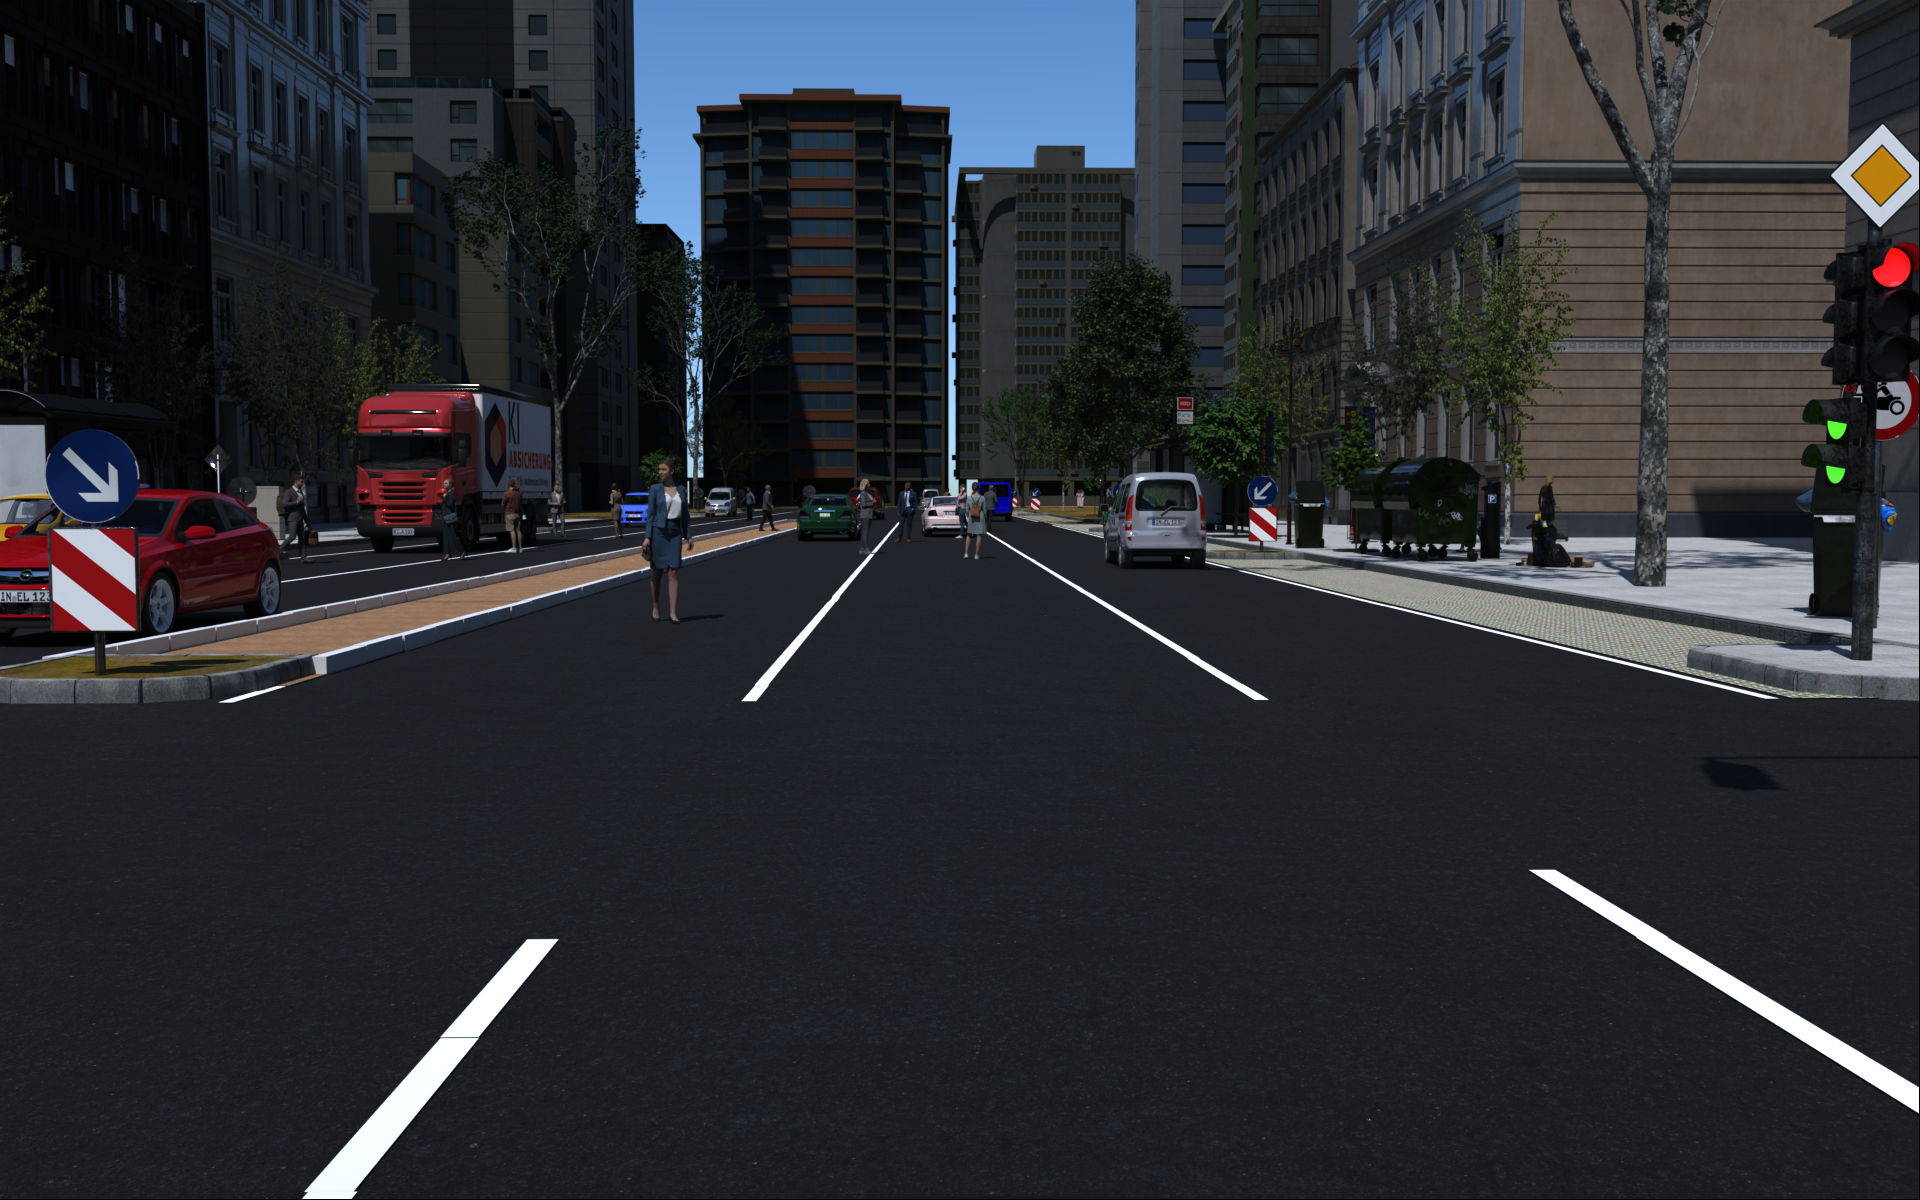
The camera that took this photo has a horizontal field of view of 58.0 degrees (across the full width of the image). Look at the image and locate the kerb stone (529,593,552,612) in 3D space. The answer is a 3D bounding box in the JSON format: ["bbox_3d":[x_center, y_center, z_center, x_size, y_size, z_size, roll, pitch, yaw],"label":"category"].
[{"bbox_3d":[-5.237,0.049,21.390,0.120,0.150,1.000,0,4,-1],"label":"kerb stone"}]

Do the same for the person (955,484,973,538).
[{"bbox_3d":[0.140,-2.877,56.128,0.643,1.750,0.593,-1,4,-10],"label":"person"}]

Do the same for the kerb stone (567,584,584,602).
[{"bbox_3d":[-5.279,-0.076,23.444,0.120,0.150,1.000,0,4,-1],"label":"kerb stone"}]

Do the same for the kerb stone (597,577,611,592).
[{"bbox_3d":[-5.323,-0.202,25.504,0.120,0.150,1.000,0,4,-1],"label":"kerb stone"}]

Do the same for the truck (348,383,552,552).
[{"bbox_3d":[-13.354,-3.505,46.215,2.839,4.237,11.283,0,4,-1],"label":"truck"}]

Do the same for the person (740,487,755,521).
[{"bbox_3d":[-11.351,-5.176,93.107,0.705,1.826,1.348,-3,5,-40],"label":"person"}]

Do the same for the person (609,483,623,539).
[{"bbox_3d":[-10.977,-2.839,55.259,0.374,1.781,0.599,3,4,37],"label":"person"}]

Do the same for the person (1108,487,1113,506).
[{"bbox_3d":[11.372,-7.620,130.709,0.705,1.814,1.350,0,4,-5],"label":"person"}]

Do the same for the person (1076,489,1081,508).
[{"bbox_3d":[11.175,-9.554,162.917,0.551,1.740,0.621,1,4,17],"label":"person"}]

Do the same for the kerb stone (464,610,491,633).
[{"bbox_3d":[-5.172,0.238,18.308,0.120,0.150,1.000,0,4,-1],"label":"kerb stone"}]

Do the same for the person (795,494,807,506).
[{"bbox_3d":[-9.828,-6.133,109.299,1.217,1.766,0.721,1,4,11],"label":"person"}]

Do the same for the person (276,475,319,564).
[{"bbox_3d":[-13.662,-1.658,35.565,0.822,1.834,0.622,0,4,1],"label":"person"}]

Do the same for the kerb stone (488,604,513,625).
[{"bbox_3d":[-5.197,0.179,19.330,0.120,0.150,1.000,0,4,-1],"label":"kerb stone"}]

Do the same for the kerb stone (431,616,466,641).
[{"bbox_3d":[-5.150,0.300,17.283,0.120,0.150,1.000,0,4,-1],"label":"kerb stone"}]

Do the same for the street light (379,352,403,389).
[{"bbox_3d":[-18.484,-5.126,56.604,0.468,5.910,1.993,0,4,-1],"label":"street light"}]

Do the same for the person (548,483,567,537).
[{"bbox_3d":[-13.342,-2.986,57.522,0.606,1.804,0.583,-3,5,-41],"label":"person"}]

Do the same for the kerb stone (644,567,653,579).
[{"bbox_3d":[-5.404,-0.445,29.595,0.120,0.150,1.000,0,4,-1],"label":"kerb stone"}]

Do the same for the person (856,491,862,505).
[{"bbox_3d":[-5.149,-5.061,92.193,0.756,1.711,0.436,0,4,-5],"label":"person"}]

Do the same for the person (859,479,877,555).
[{"bbox_3d":[-2.166,-1.994,41.289,0.526,1.800,0.537,2,4,28],"label":"person"}]

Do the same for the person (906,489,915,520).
[{"bbox_3d":[-2.694,-5.197,94.403,0.436,1.711,0.756,-2,4,-30],"label":"person"}]

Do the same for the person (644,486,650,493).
[{"bbox_3d":[-21.163,-6.837,117.795,1.348,1.831,0.705,-1,4,-10],"label":"person"}]

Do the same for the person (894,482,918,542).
[{"bbox_3d":[-1.600,-2.616,51.452,0.721,1.800,0.419,0,4,5],"label":"person"}]

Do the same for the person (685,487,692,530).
[{"bbox_3d":[-11.013,-3.662,69.385,0.522,1.701,0.512,-1,4,-12],"label":"person"}]

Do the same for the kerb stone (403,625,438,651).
[{"bbox_3d":[-5.119,0.367,16.246,0.120,0.150,1.000,0,4,-1],"label":"kerb stone"}]

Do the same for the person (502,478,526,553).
[{"bbox_3d":[-10.927,-2.078,42.447,0.573,1.828,0.580,-1,4,-13],"label":"person"}]

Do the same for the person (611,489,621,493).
[{"bbox_3d":[-20.113,-5.780,101.349,0.742,1.727,0.445,1,4,19],"label":"person"}]

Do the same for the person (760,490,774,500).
[{"bbox_3d":[-16.499,-8.513,147.777,1.350,1.814,0.705,2,4,27],"label":"person"}]

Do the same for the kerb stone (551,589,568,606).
[{"bbox_3d":[-5.267,-0.014,22.420,0.120,0.150,1.000,0,4,-1],"label":"kerb stone"}]

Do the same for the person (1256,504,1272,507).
[{"bbox_3d":[10.537,-3.320,60.354,0.581,1.822,0.654,3,5,40],"label":"person"}]

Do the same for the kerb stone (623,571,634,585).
[{"bbox_3d":[-5.367,-0.327,27.548,0.120,0.150,1.000,0,4,-1],"label":"kerb stone"}]

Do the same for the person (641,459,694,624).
[{"bbox_3d":[-3.264,-0.659,19.307,0.581,1.822,0.654,-1,4,-16],"label":"person"}]

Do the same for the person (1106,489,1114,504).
[{"bbox_3d":[12.894,-8.747,149.787,0.721,1.736,1.217,-2,4,-31],"label":"person"}]

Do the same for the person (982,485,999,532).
[{"bbox_3d":[1.185,-3.515,66.362,0.661,1.777,0.834,1,4,19],"label":"person"}]

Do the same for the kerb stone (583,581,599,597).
[{"bbox_3d":[-5.297,-0.140,24.477,0.120,0.150,1.000,0,4,-1],"label":"kerb stone"}]

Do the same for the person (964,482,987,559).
[{"bbox_3d":[0.342,-1.759,38.263,0.512,1.701,0.522,0,4,-1],"label":"person"}]

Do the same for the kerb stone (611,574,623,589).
[{"bbox_3d":[-5.345,-0.265,26.526,0.120,0.150,1.000,0,4,-1],"label":"kerb stone"}]

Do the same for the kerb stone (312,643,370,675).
[{"bbox_3d":[-5.082,0.493,14.197,0.120,0.150,1.000,0,4,-1],"label":"kerb stone"}]

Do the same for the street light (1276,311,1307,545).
[{"bbox_3d":[8.382,-4.351,43.932,0.468,5.910,1.993,0,4,-1],"label":"street light"}]

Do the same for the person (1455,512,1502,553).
[{"bbox_3d":[11.398,-1.956,38.247,1.509,1.804,0.699,-2,4,-30],"label":"person"}]

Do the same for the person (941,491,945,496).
[{"bbox_3d":[-1.410,-9.259,160.562,1.217,1.739,0.721,1,4,21],"label":"person"}]

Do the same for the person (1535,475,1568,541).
[{"bbox_3d":[16.239,-2.527,47.580,0.699,1.804,1.509,1,4,9],"label":"person"}]

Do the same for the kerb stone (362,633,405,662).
[{"bbox_3d":[-5.111,0.427,15.222,0.120,0.150,1.000,0,4,-1],"label":"kerb stone"}]

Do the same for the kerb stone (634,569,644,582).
[{"bbox_3d":[-5.394,-0.390,28.570,0.120,0.150,1.000,0,4,-1],"label":"kerb stone"}]

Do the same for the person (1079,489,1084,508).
[{"bbox_3d":[11.070,-9.247,157.901,0.551,1.740,0.621,1,4,20],"label":"person"}]

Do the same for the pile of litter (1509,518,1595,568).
[{"bbox_3d":[10.554,-1.032,30.842,1.176,0.858,1.719,-1,4,-10],"label":"pile of litter"}]

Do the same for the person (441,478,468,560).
[{"bbox_3d":[-10.993,-1.745,37.452,0.534,1.772,0.576,-3,5,-44],"label":"person"}]

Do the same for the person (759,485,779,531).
[{"bbox_3d":[-7.329,-3.526,66.551,0.834,1.777,0.661,-1,4,-20],"label":"person"}]

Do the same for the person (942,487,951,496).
[{"bbox_3d":[-0.689,-5.371,96.415,0.705,1.812,1.348,-3,5,-42],"label":"person"}]

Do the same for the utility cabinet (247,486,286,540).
[{"bbox_3d":[-19.401,-2.416,48.188,1.173,1.500,0.318,0,4,8],"label":"utility cabinet"}]

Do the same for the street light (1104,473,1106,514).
[{"bbox_3d":[7.392,-7.053,88.109,0.468,5.910,1.993,0,4,-1],"label":"street light"}]

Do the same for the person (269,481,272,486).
[{"bbox_3d":[-25.761,-3.511,63.671,0.699,1.804,1.509,2,4,35],"label":"person"}]

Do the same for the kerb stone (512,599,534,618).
[{"bbox_3d":[-5.211,0.118,20.364,0.120,0.150,1.000,0,4,-1],"label":"kerb stone"}]
